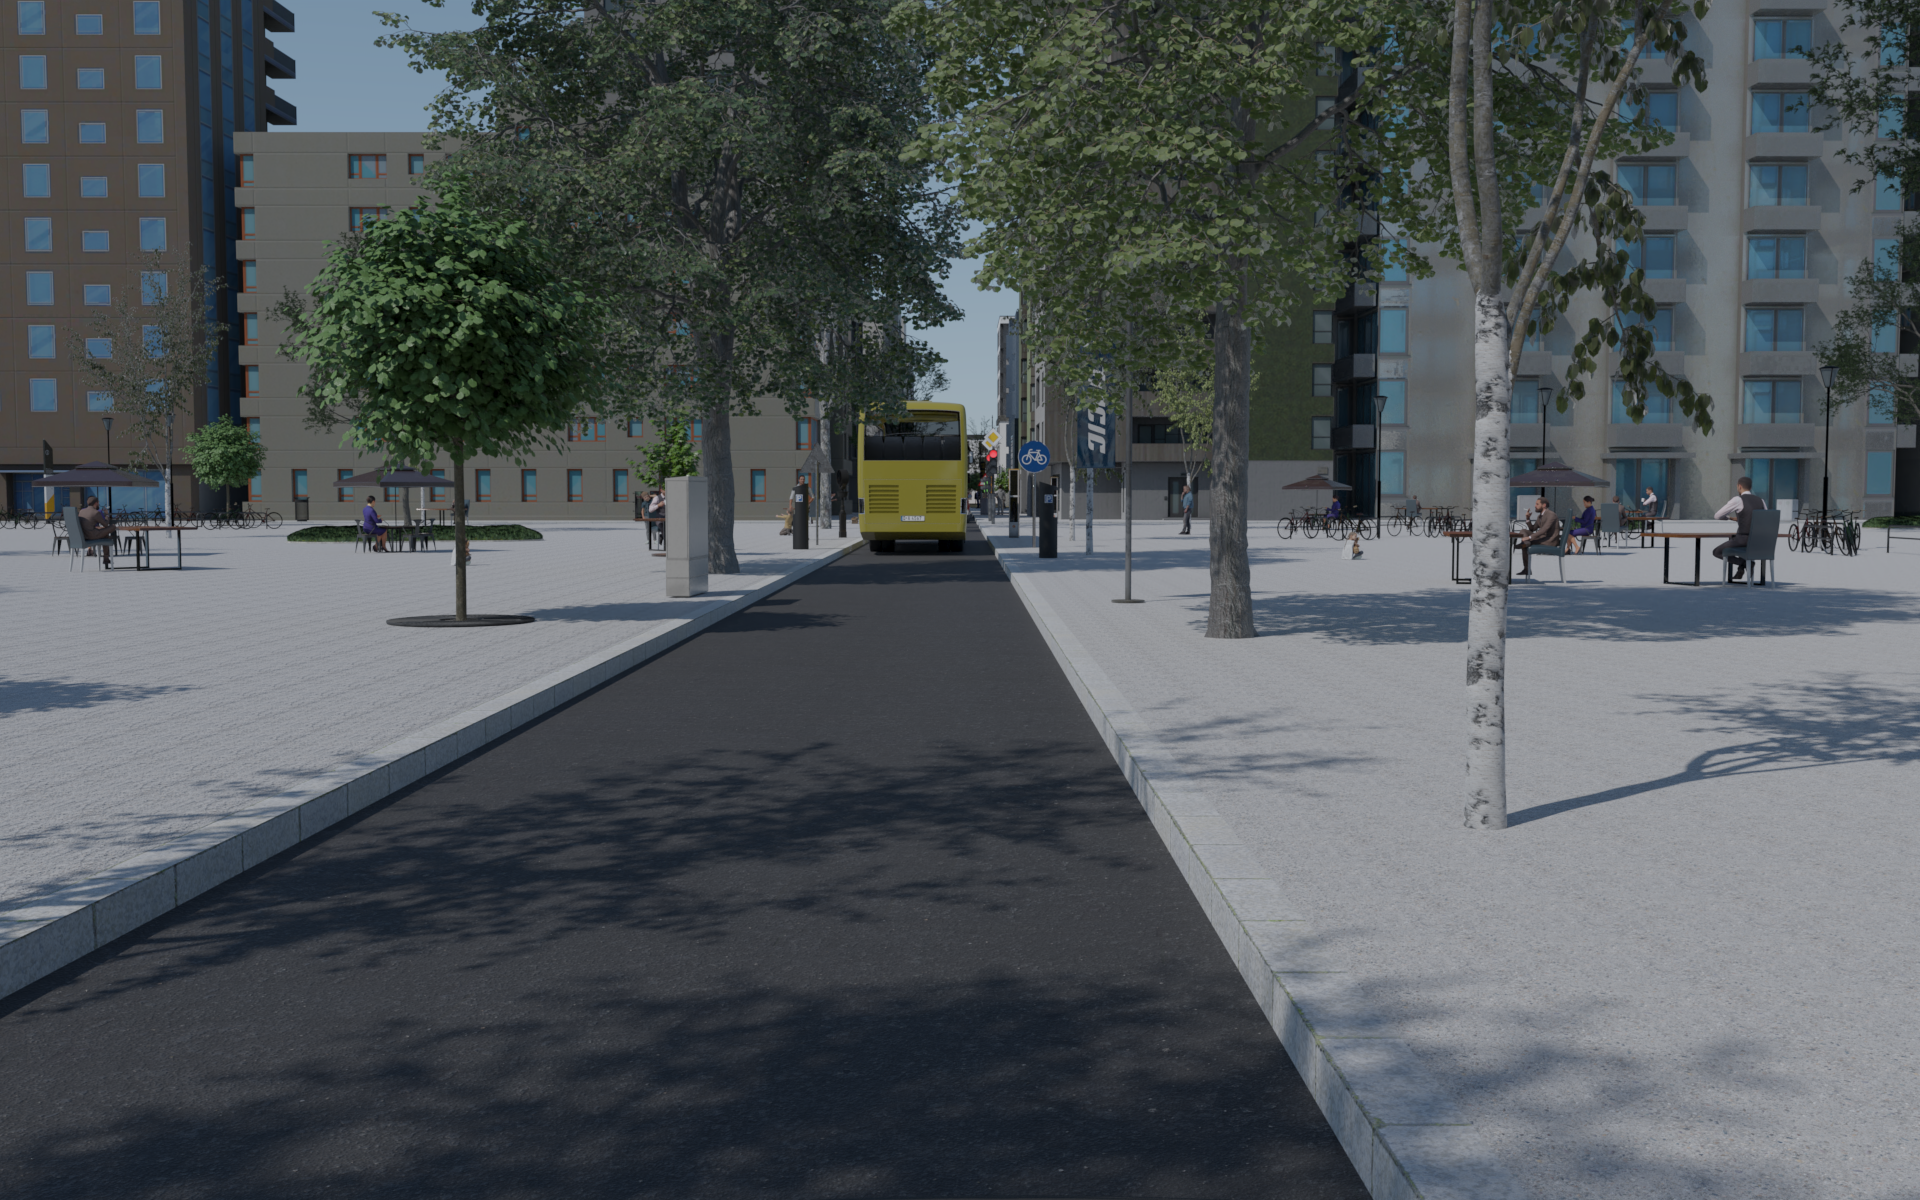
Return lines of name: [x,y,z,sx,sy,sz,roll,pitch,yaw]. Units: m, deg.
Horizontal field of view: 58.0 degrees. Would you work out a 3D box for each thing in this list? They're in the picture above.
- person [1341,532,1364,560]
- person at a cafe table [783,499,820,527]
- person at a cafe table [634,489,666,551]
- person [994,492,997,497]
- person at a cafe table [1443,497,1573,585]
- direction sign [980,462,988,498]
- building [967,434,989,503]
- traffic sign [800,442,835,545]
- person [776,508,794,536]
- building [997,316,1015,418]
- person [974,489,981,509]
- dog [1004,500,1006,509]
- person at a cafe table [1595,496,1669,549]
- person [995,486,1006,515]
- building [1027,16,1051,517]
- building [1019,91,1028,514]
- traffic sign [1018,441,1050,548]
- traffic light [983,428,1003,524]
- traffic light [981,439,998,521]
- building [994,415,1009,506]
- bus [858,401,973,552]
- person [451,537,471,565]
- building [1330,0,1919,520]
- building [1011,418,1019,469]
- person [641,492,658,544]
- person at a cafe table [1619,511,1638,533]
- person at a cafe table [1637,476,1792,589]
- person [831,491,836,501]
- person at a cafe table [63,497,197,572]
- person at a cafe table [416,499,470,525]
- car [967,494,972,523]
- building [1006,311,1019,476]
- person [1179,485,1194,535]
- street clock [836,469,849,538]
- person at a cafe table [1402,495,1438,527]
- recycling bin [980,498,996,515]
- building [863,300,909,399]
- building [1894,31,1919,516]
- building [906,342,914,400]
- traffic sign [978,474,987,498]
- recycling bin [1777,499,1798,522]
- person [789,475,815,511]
person: [7.662,-1.060,33.848,0.357,0.543,0.381,-2,4,-32]
person at a cafe table: [-5.895,-3.487,67.867,1.698,1.238,1.726,-1,4,-20]
person at a cafe table: [-6.598,-1.899,39.562,1.698,1.524,1.622,-3,4,-37]
person: [3.426,-10.615,180.385,1.217,1.735,0.721,3,5,44]
person at a cafe table: [7.895,-0.862,24.952,1.726,1.238,1.698,1,4,12]
direction sign: [1.819,-7.884,120.893,0.876,3.537,0.379,-2,4,-26]
building: [5.936,-18.721,248.243,28.070,9.664,9.099,0,3,0]
traffic sign: [-3.580,-2.652,43.370,0.884,2.594,0.081,0,4,2]
person: [-5.401,-2.422,53.574,0.695,0.859,0.347,3,5,43]
building: [18.489,-22.672,214.660,27.936,21.610,32.646,0,3,0]
person: [1.526,-8.966,153.458,0.431,1.722,0.655,-2,4,-30]
dog: [3.955,-8.381,151.413,0.800,0.831,0.513,-2,4,-32]
person at a cafe table: [15.668,-1.847,41.053,1.698,1.238,1.726,3,4,39]
person: [2.491,-6.136,106.509,0.875,1.805,0.789,-1,4,-13]
building: [11.019,-25.720,104.116,14.154,41.232,14.086,0,3,0]
building: [10.996,-21.223,118.693,14.160,30.474,14.107,0,3,0]
traffic sign: [1.769,-2.519,41.291,0.768,2.556,0.104,0,4,6]
traffic light: [1.395,-5.183,73.658,0.839,4.253,0.868,0,3,0]
traffic light: [1.392,-5.671,81.643,0.839,4.253,0.868,0,3,0]
building: [8.668,-14.826,184.559,9.099,9.664,28.070,0,3,0]
bus: [-1.068,-3.323,45.879,2.896,3.916,12.252,0,4,0]
person: [-8.952,-0.892,31.096,0.357,0.543,0.381,-2,4,-25]
building: [33.342,-29.004,93.829,30.456,49.044,23.786,0,3,0]
building: [15.777,-50.570,139.495,22.319,86.520,31.000,0,3,0]
person: [-7.933,-2.104,44.348,0.435,1.345,0.340,-1,4,-8]
person at a cafe table: [22.302,-2.957,56.868,1.622,1.524,1.698,2,4,27]
person at a cafe table: [10.723,-0.956,24.141,1.698,1.524,1.622,-1,4,-12]
person: [-6.443,-4.635,85.017,0.799,1.438,0.628,0,4,-4]
person at a cafe table: [-14.073,-1.113,29.055,1.698,1.238,1.726,3,4,36]
person at a cafe table: [-19.607,-3.403,66.504,1.698,1.238,1.726,2,4,32]
car: [-0.541,-4.752,86.365,2.281,1.827,5.304,0,4,1]
building: [12.436,-18.830,164.283,16.016,20.091,11.380,0,3,0]
person: [7.115,-2.818,54.335,0.429,1.552,0.499,1,4,22]
street clock: [-3.443,-2.828,50.805,0.358,2.002,0.471,-2,4,-25]
person at a cafe table: [18.221,-3.549,68.888,1.698,1.238,1.726,2,4,34]
recycling bin: [1.746,-5.832,107.911,0.722,1.027,0.722,-3,4,-39]
building: [-13.988,-18.782,173.543,16.747,18.905,31.486,0,3,0]
building: [59.601,-28.707,93.062,21.600,48.544,21.300,0,3,0]
building: [-11.691,-22.397,222.616,11.380,20.091,16.016,0,3,0]
traffic sign: [1.604,-6.699,109.524,0.884,2.594,0.081,0,4,5]
recycling bin: [38.730,-4.192,81.087,0.722,1.027,0.722,-3,5,-42]
person: [-4.428,-2.575,48.288,0.875,1.805,0.789,-1,4,-14]
